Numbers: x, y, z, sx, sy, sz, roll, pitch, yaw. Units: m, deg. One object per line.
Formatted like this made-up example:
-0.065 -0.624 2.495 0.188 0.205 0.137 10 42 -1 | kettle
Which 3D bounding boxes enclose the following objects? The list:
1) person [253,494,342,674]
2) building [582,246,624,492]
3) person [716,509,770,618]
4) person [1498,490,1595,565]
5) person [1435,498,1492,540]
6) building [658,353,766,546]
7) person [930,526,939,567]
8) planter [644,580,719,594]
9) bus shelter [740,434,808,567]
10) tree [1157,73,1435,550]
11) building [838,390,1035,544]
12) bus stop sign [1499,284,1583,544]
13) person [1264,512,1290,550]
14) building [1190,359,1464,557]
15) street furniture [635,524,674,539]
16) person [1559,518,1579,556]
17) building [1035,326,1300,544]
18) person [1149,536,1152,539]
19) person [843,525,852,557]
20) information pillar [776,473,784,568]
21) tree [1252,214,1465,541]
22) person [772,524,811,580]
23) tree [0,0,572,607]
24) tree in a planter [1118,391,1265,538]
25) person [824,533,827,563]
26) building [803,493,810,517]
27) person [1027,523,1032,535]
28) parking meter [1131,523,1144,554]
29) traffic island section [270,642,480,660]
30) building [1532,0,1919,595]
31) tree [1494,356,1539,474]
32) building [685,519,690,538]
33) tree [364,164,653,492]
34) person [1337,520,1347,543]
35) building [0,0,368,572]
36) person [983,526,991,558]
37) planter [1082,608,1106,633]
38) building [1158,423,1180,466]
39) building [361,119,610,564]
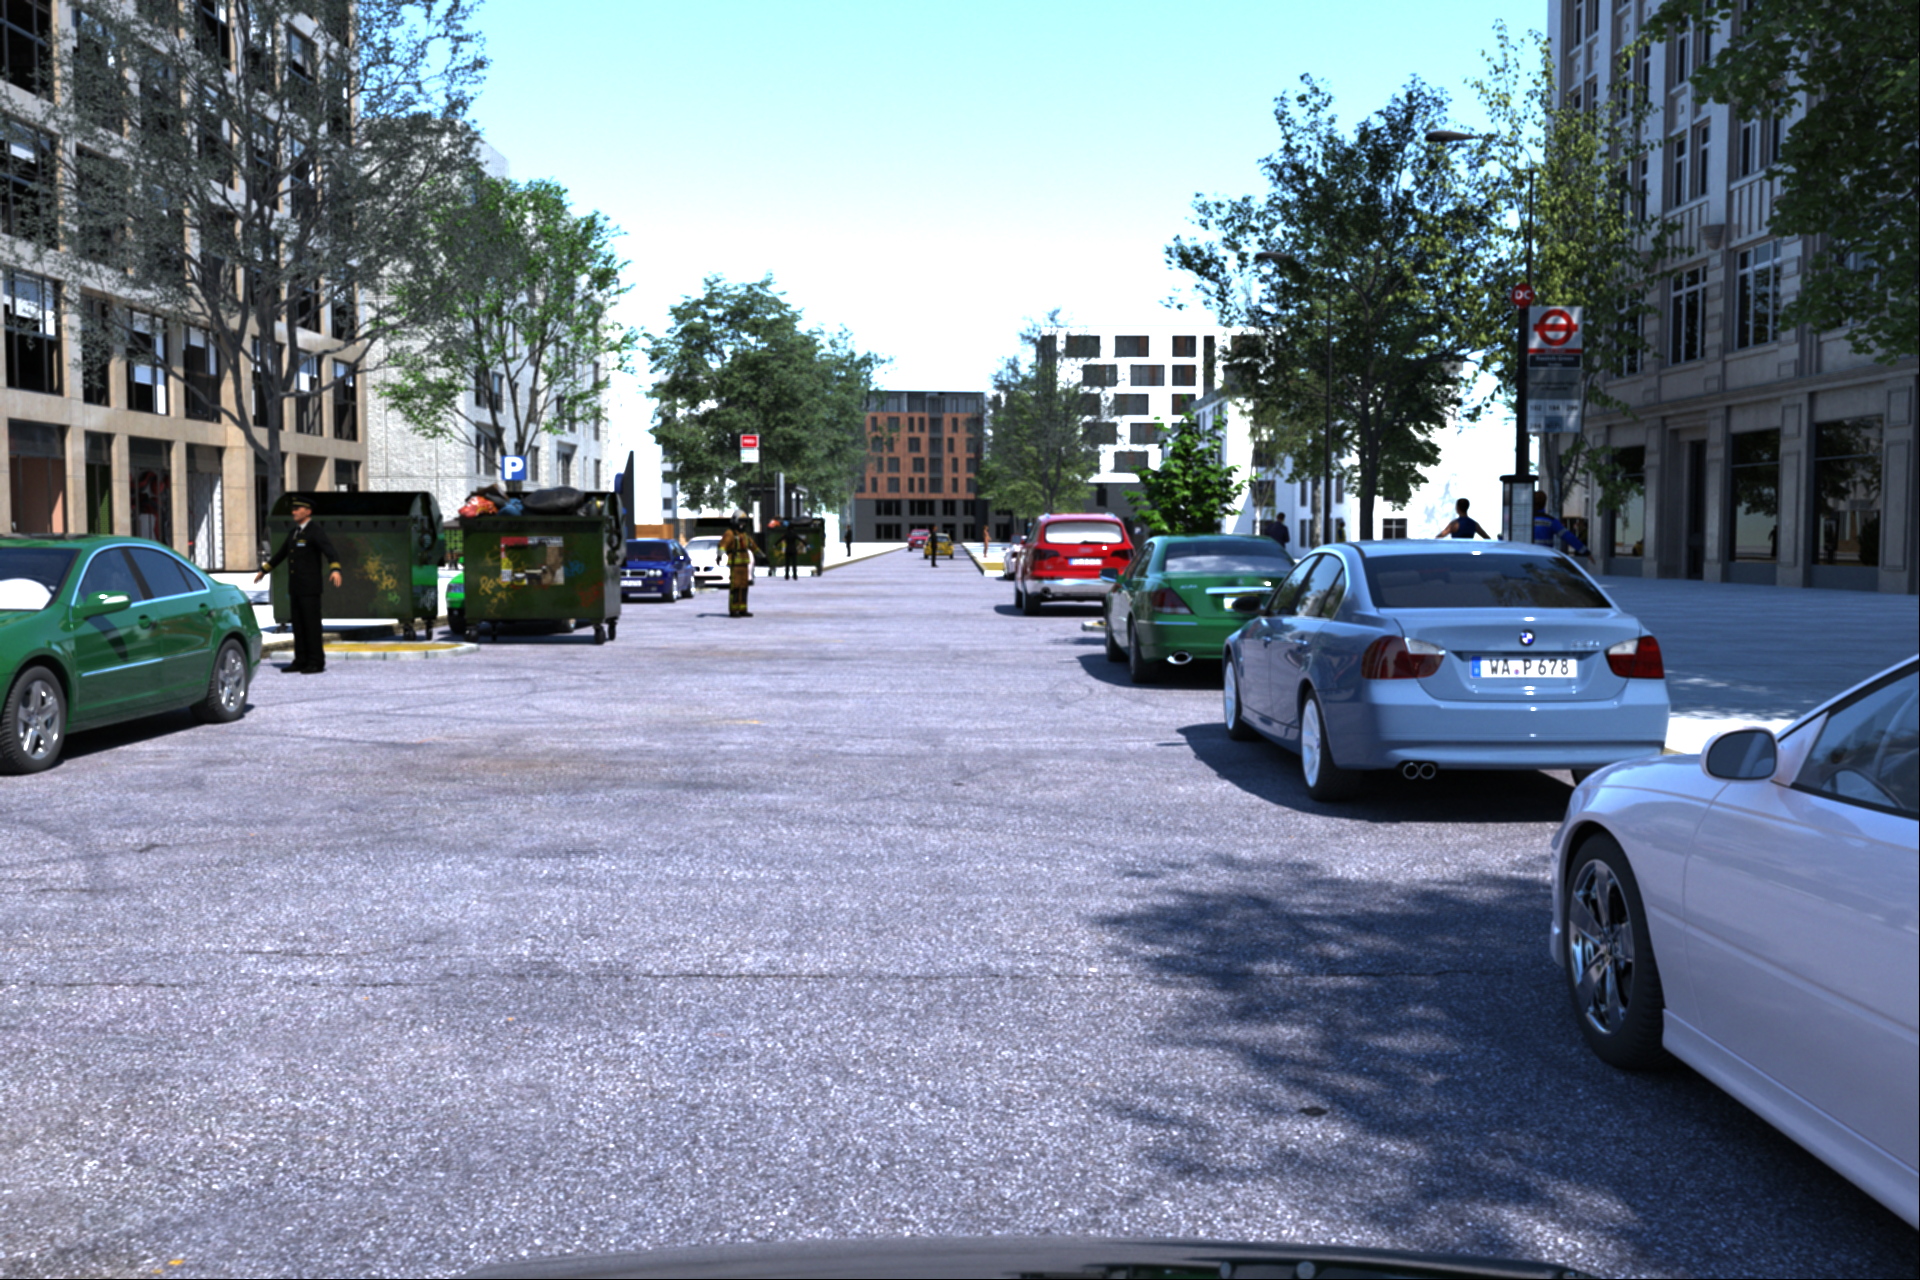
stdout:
-6.789 -0.581 17.887 1.347 1.837 0.705 2 4 33 | person
-29.289 -15.693 113.005 16.016 20.090 11.380 0 4 -1 | building
-3.783 -1.318 29.777 0.705 1.858 1.354 2 4 33 | person
7.285 -0.970 21.828 1.345 1.831 0.704 2 4 31 | person
7.288 -1.164 25.206 1.345 1.807 0.704 -1 4 -17 | person
-25.436 -19.885 181.544 16.016 20.090 11.380 0 4 0 | building
-1.098 -4.075 75.307 0.704 1.802 1.346 0 4 -6 | person
-6.967 -1.298 42.361 1.991 0.319 1.994 0 3 0 | planter
-7.763 -5.794 72.363 2.179 5.291 8.768 0 4 -1 | bus shelter
14.375 -13.355 74.239 12.611 20.169 13.585 0 3 0 | tree
-0.582 -25.076 256.419 32.646 21.610 27.936 -1 4 -10 | building
6.210 -1.826 18.561 0.855 3.939 0.416 0 4 -1 | bus stop sign
7.132 -1.998 39.152 0.683 1.767 0.568 1 4 22 | person
19.412 -9.476 97.079 9.099 9.664 28.070 0 4 -1 | building
-15.739 -4.411 78.967 9.812 1.723 11.010 -3 5 -40 | street furniture
16.818 -2.518 48.015 0.742 1.727 0.445 3 5 41 | person
21.928 -20.951 186.525 27.936 21.610 32.646 0 4 0 | building
4.491 -1.934 38.400 0.721 1.737 1.214 2 4 30 | person
-6.243 -5.532 96.675 0.704 1.802 1.346 1 4 11 | person
-6.932 -4.615 66.767 0.184 3.620 1.656 0 4 -1 | information pillar
14.173 -8.764 61.418 7.486 12.596 7.792 0 3 0 | tree
-5.245 -2.735 53.894 1.216 1.740 0.721 0 4 6 | person
-12.371 -7.361 30.729 12.009 13.543 11.850 0 3 0 | tree
2.863 -1.500 21.741 1.991 3.239 1.994 0 4 0 | tree in a planter
-6.320 -4.382 78.110 0.721 1.772 1.216 -2 4 -30 | person
-24.012 -17.372 226.176 9.099 9.664 28.070 0 4 -1 | building
3.470 -4.827 85.041 0.704 1.817 1.347 0 4 7 | person
5.997 -3.227 58.477 0.399 1.863 0.255 0 4 0 | parking meter
-6.859 0.133 20.688 1.991 0.108 1.994 0 4 1 | traffic island section
24.445 -14.396 47.395 10.469 25.551 25.511 0 4 0 | building
27.605 -9.277 77.431 9.928 11.665 9.643 0 3 0 | tree
-27.252 -20.896 198.072 16.016 20.090 11.380 0 4 1 | building
-12.396 -7.471 47.901 9.928 11.665 9.643 0 3 0 | tree
15.153 -3.833 68.636 0.705 1.833 1.349 1 4 17 | person
-32.681 -15.106 50.189 19.350 26.588 34.151 0 4 0 | building
1.452 -5.218 92.116 0.721 1.733 1.217 -1 4 -13 | person
2.841 -0.296 25.986 1.991 0.319 1.994 0 4 1 | planter
21.028 -11.493 130.057 9.099 9.664 28.070 0 4 0 | building
-29.673 -13.654 89.697 16.747 18.905 31.486 0 4 0 | building
